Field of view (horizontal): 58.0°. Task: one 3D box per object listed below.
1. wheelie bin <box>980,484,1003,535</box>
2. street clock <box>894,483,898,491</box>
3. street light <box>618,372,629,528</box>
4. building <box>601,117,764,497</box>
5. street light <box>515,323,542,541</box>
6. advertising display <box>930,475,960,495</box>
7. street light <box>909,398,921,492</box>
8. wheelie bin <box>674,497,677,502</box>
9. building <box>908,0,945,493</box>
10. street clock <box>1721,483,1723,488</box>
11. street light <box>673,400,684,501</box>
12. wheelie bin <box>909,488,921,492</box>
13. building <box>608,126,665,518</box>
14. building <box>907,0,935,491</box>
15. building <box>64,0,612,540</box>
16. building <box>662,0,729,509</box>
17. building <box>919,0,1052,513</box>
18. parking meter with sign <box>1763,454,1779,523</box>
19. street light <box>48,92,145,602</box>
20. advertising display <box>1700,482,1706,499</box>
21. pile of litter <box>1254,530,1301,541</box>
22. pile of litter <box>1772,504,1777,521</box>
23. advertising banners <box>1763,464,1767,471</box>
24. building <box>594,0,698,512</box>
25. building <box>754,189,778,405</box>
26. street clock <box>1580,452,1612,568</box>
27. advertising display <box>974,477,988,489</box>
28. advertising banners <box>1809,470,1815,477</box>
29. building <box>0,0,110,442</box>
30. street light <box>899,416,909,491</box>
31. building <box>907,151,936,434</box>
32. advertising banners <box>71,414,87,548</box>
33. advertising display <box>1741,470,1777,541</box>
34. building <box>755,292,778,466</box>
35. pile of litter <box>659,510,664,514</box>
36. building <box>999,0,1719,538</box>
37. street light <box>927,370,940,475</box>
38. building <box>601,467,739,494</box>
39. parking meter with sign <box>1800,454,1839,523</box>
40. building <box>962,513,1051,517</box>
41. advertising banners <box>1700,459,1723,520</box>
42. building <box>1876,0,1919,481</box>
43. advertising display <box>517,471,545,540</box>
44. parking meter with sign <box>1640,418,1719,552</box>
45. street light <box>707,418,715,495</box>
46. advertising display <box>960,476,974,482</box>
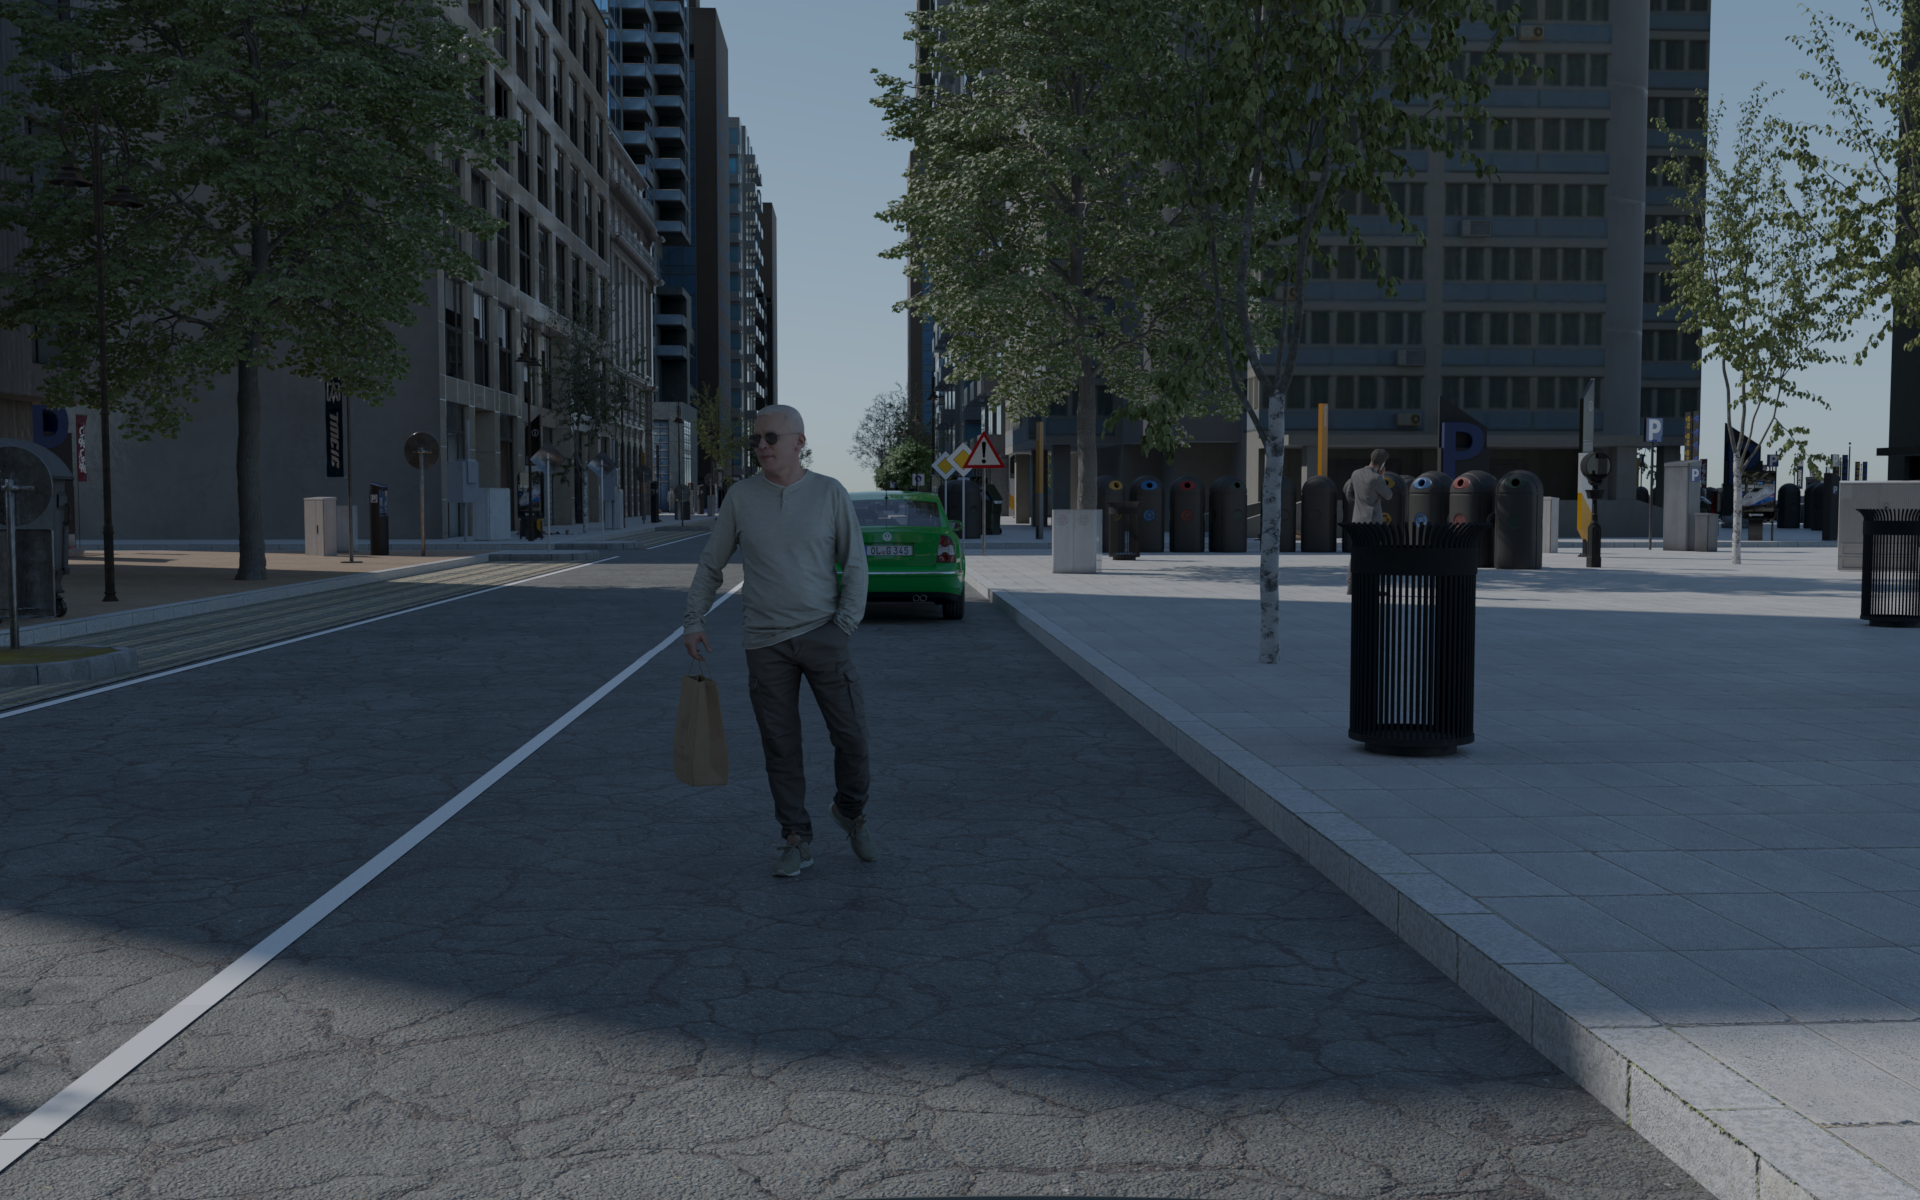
[{"bbox_3d":[0.898,-2.843,54.387,0.693,1.594,0.980,2,4,31],"label":"wheelie bin"},{"bbox_3d":[-4.250,-6.793,115.627,0.358,2.002,0.471,0,4,-8],"label":"street clock"},{"bbox_3d":[-12.825,-5.690,65.818,0.468,5.910,1.993,0,4,-3],"label":"street light"},{"bbox_3d":[-36.697,-36.790,221.127,23.786,49.044,30.456,0,4,-3],"label":"building"},{"bbox_3d":[-11.666,-4.534,46.918,0.468,5.910,1.993,0,4,-3],"label":"street light"},{"bbox_3d":[-0.538,-3.238,58.150,0.974,1.923,0.123,-2,4,-26],"label":"advertising display"},{"bbox_3d":[-2.078,-6.769,83.456,0.468,5.910,1.993,0,4,-3],"label":"street light"},{"bbox_3d":[-17.810,-6.271,110.443,0.980,1.594,0.693,1,4,21],"label":"wheelie bin"},{"bbox_3d":[1.986,-58.220,264.572,22.319,86.520,31.000,0,4,-3],"label":"building"},{"bbox_3d":[51.761,-6.904,117.456,0.358,2.002,0.471,1,4,16],"label":"street clock"},{"bbox_3d":[-13.901,-6.908,85.734,0.468,5.910,1.993,0,4,-3],"label":"street light"},{"bbox_3d":[-3.203,-6.929,121.197,0.693,1.594,0.980,1,4,16],"label":"wheelie bin"},{"bbox_3d":[-24.009,-15.438,94.206,13.314,21.916,24.055,0,4,-3],"label":"building"},{"bbox_3d":[2.188,-48.952,238.613,20.563,71.187,20.611,0,4,-3],"label":"building"},{"bbox_3d":[-25.222,-15.909,64.630,19.350,26.468,34.151,0,4,-3],"label":"building"},{"bbox_3d":[-28.437,-31.053,157.821,14.600,45.320,14.200,0,4,-3],"label":"building"},{"bbox_3d":[9.048,-32.344,148.437,23.786,49.044,30.456,0,4,-3],"label":"building"},{"bbox_3d":[35.407,-4.922,76.731,0.543,3.016,1.738,-1,4,-13],"label":"parking meter with sign"},{"bbox_3d":[-10.154,-2.919,20.520,0.468,5.910,1.993,0,4,-3],"label":"street light"},{"bbox_3d":[39.834,-5.368,92.977,0.123,1.923,0.974,3,5,43],"label":"advertising display"},{"bbox_3d":[8.983,-2.075,47.896,1.719,0.858,1.176,0,4,6],"label":"pile of litter"},{"bbox_3d":[39.485,-4.223,83.019,1.176,0.858,1.719,1,4,12],"label":"pile of litter"},{"bbox_3d":[46.594,-6.474,102.037,2.074,3.025,0.090,0,4,-7],"label":"advertising banners"},{"bbox_3d":[-31.430,-50.222,133.795,22.319,86.520,31.000,0,4,-3],"label":"building"},{"bbox_3d":[-34.420,-37.168,257.800,14.600,45.320,14.200,0,4,-3],"label":"building"},{"bbox_3d":[11.069,-1.567,30.193,0.471,2.002,0.358,0,4,-7],"label":"street clock"},{"bbox_3d":[0.641,-3.579,63.722,0.123,1.923,0.974,-3,5,-43],"label":"advertising display"},{"bbox_3d":[54.989,-7.001,110.661,2.074,3.025,0.090,-1,4,-18],"label":"advertising banners"},{"bbox_3d":[-21.926,-15.547,25.888,14.107,30.474,14.160,0,4,-3],"label":"building"},{"bbox_3d":[-3.205,-7.929,102.425,0.468,5.910,1.993,0,4,-3],"label":"street light"},{"bbox_3d":[0.365,-34.915,220.971,14.600,45.320,14.200,0,4,-3],"label":"building"},{"bbox_3d":[-19.279,-2.520,37.388,0.090,3.025,2.074,0,4,-2],"label":"advertising banners"},{"bbox_3d":[21.834,-2.586,47.501,0.974,1.923,0.123,1,4,19],"label":"advertising display"},{"bbox_3d":[-33.511,-28.896,244.155,14.160,30.474,14.107,0,4,-3],"label":"building"},{"bbox_3d":[-19.796,-6.006,112.169,1.176,0.858,1.719,3,5,41],"label":"pile of litter"},{"bbox_3d":[14.096,-22.856,65.582,23.993,40.220,32.217,0,4,-3],"label":"building"},{"bbox_3d":[-1.001,-5.605,64.438,0.468,5.910,1.993,0,4,-3],"label":"street light"},{"bbox_3d":[-39.268,-29.666,176.921,32.217,40.220,23.993,0,4,-3],"label":"building"},{"bbox_3d":[37.684,-4.897,76.331,0.543,3.016,1.738,-3,4,-37],"label":"parking meter with sign"},{"bbox_3d":[11.813,-29.792,106.715,23.786,49.044,30.456,0,4,-3],"label":"building"},{"bbox_3d":[36.916,-5.417,84.760,0.090,3.025,2.074,-1,4,-18],"label":"advertising banners"},{"bbox_3d":[48.856,-24.839,60.749,28.867,44.769,22.147,0,4,-3],"label":"building"},{"bbox_3d":[-12.082,-2.663,48.753,0.974,1.923,0.123,2,4,34],"label":"advertising display"},{"bbox_3d":[16.255,-2.613,38.986,0.543,3.016,1.738,-2,4,-29],"label":"parking meter with sign"},{"bbox_3d":[-15.054,-8.091,105.078,0.468,5.910,1.993,0,4,-3],"label":"street light"},{"bbox_3d":[-0.074,-3.504,62.510,0.974,1.923,0.123,1,4,10],"label":"advertising display"}]
